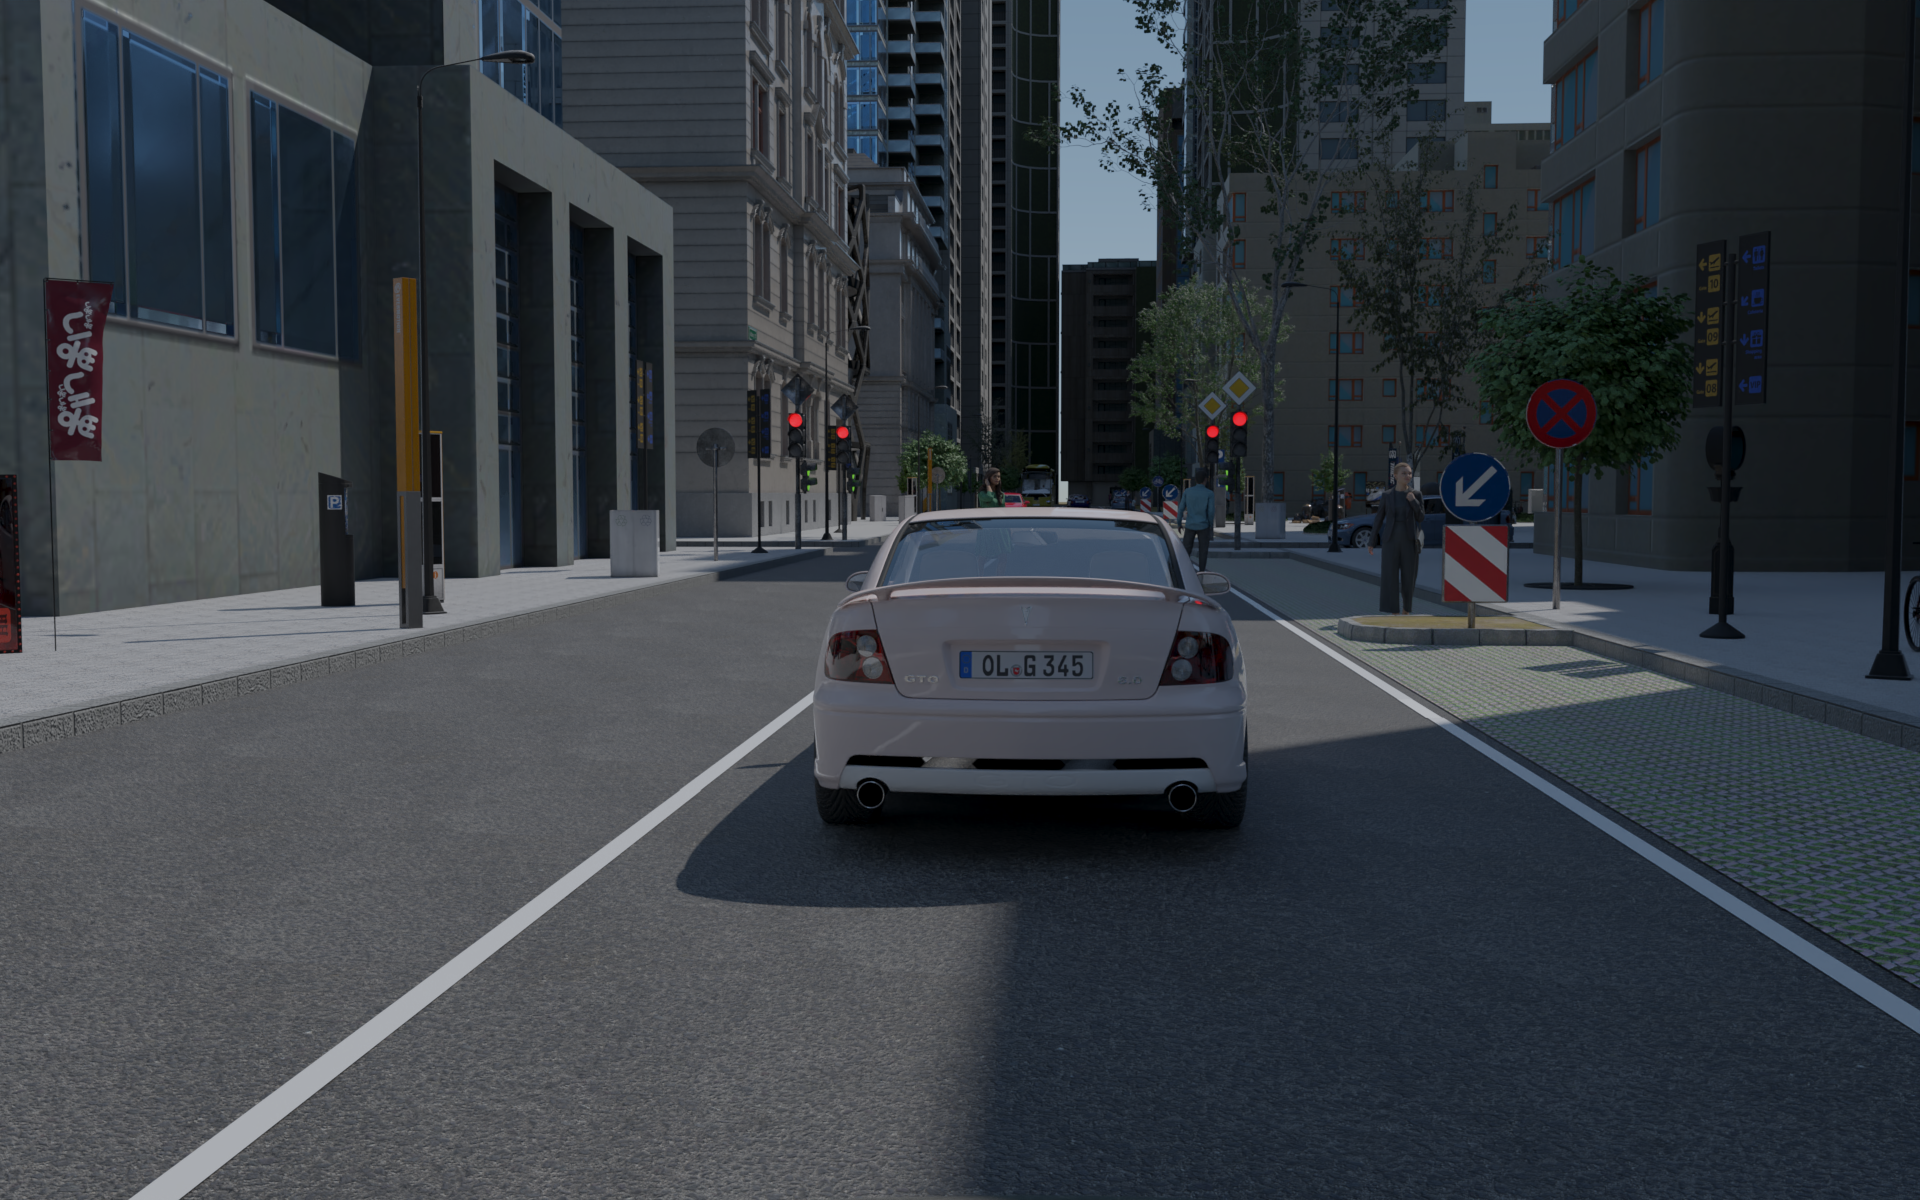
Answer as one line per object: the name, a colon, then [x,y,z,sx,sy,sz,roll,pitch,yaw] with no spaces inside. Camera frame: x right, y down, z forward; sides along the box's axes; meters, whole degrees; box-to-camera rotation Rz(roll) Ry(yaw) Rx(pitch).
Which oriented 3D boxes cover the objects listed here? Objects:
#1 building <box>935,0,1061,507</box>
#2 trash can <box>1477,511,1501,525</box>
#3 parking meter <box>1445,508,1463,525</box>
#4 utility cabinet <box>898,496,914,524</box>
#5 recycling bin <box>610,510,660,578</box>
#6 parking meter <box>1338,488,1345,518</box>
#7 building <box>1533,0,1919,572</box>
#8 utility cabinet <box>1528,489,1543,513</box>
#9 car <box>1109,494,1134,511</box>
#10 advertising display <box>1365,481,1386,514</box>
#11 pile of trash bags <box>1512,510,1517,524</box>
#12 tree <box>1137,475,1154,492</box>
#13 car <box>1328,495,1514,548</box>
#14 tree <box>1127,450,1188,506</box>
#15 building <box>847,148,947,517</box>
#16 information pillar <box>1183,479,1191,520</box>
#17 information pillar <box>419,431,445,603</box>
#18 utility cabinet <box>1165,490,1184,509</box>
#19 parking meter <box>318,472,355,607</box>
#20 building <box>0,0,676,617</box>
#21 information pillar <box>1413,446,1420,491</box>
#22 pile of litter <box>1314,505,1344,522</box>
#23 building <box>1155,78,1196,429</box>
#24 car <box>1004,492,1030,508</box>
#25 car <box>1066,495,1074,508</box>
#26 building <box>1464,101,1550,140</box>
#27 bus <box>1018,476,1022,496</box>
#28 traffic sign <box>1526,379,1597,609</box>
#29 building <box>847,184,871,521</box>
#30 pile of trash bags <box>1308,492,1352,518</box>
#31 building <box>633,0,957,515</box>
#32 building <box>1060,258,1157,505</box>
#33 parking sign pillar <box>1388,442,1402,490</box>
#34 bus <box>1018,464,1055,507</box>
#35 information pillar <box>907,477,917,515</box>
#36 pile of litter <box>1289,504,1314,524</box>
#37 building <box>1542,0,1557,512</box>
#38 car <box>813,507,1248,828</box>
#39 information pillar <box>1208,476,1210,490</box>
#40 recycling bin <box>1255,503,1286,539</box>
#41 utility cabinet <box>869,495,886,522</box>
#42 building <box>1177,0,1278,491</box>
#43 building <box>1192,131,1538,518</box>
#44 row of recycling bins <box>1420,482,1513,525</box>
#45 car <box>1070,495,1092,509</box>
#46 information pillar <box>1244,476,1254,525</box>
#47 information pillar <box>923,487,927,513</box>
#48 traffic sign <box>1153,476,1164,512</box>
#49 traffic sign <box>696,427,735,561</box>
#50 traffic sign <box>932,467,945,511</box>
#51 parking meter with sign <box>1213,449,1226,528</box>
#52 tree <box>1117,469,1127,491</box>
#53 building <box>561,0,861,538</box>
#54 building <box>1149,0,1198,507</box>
building: [2.162,-47.661,217.511,20.611,71.187,20.563,0,4,4]
trash can: [11.253,-1.554,37.061,0.748,1.137,0.748,0,3,0]
parking meter: [11.499,-2.111,40.221,0.399,1.863,0.255,2,4,34]
utility cabinet: [-2.204,-3.664,71.062,0.306,1.237,1.020,1,4,21]
recycling bin: [-5.058,-0.881,26.958,0.722,1.027,0.722,0,4,-7]
parking meter: [15.968,-3.933,72.722,0.372,1.533,0.369,0,3,0]
building: [25.230,-10.797,21.565,27.650,21.520,28.899,0,4,4]
utility cabinet: [26.616,-4.319,79.289,1.173,1.500,0.318,-1,4,-15]
car: [13.004,-7.769,139.019,2.014,1.417,4.499,0,4,4]
advertising display: [20.755,-4.974,86.539,0.974,1.923,0.123,1,4,20]
pile of trash bags: [21.925,-3.937,74.124,3.447,1.369,1.912,0,4,-4]
tree: [16.862,-9.993,157.982,1.663,3.219,1.824,0,3,0]
car: [11.476,-1.913,43.272,4.499,1.417,2.014,0,4,2]
tree: [15.395,-8.821,127.934,4.285,4.588,4.351,0,3,0]
building: [-8.384,-16.287,108.098,13.314,21.916,24.055,0,4,4]
information pillar: [11.196,-4.951,85.435,0.304,2.012,0.304,1,4,17]
information pillar: [-6.269,-0.966,20.287,0.304,2.012,0.304,2,4,25]
utility cabinet: [13.263,-6.012,106.975,1.173,1.500,0.318,-2,4,-25]
parking meter: [-7.137,-0.699,19.833,0.372,1.533,0.369,0,3,0]
building: [-22.676,-43.669,26.661,31.000,86.520,22.319,0,4,4]
information pillar: [22.201,-5.681,84.236,0.504,3.616,0.183,-3,4,-39]
pile of litter: [14.929,-3.286,67.695,1.719,0.858,1.176,0,4,1]
building: [28.472,-32.857,187.319,14.600,45.320,14.200,0,4,4]
car: [2.234,-4.441,81.645,2.155,1.783,4.494,0,4,4]
car: [11.715,-9.938,174.842,2.083,1.381,4.827,0,4,3]
building: [50.443,-29.703,177.530,23.993,40.220,32.217,0,4,4]
bus: [7.417,-10.700,166.496,2.896,3.916,12.252,0,4,5]
traffic sign: [6.645,-1.169,19.223,0.768,2.556,0.104,0,4,4]
building: [-12.877,-13.150,82.462,16.820,18.784,16.811,0,4,4]
pile of trash bags: [19.791,-5.032,92.029,1.912,1.369,3.447,3,5,44]
building: [-11.027,-50.465,137.778,22.319,86.520,31.000,0,4,4]
building: [19.447,-27.122,215.139,14.107,30.474,14.160,0,4,4]
parking sign pillar: [22.792,-6.253,90.703,1.447,3.967,1.447,2,4,26]
bus: [6.681,-9.525,147.285,2.896,3.916,12.252,0,4,4]
information pillar: [-2.111,-4.387,76.220,0.304,2.012,0.304,3,4,39]
pile of litter: [15.273,-3.784,75.829,1.719,0.858,1.176,1,4,11]
building: [35.552,-26.798,57.751,30.456,49.044,23.786,0,4,4]
car: [0.385,0.214,8.856,2.083,1.381,4.827,0,4,3]
information pillar: [10.419,-4.152,72.385,0.304,2.012,0.304,2,4,34]
recycling bin: [8.887,-2.264,49.564,0.722,1.027,0.722,2,4,25]
utility cabinet: [-3.834,-4.270,80.971,0.306,1.237,1.020,2,4,30]
building: [27.680,-42.807,138.154,20.563,71.187,20.611,0,4,4]
building: [29.273,-16.024,107.030,27.650,21.520,28.899,0,4,4]
row of recycling bins: [17.470,-3.229,59.915,3.534,1.692,1.069,-1,4,-18]
car: [10.525,-8.482,151.255,1.945,1.354,3.894,0,4,6]
information pillar: [11.935,-4.095,71.448,0.304,2.012,0.304,-1,4,-12]
information pillar: [-1.933,-6.593,99.155,0.504,3.616,0.183,3,5,40]
traffic sign: [13.908,-7.432,121.626,0.768,2.556,0.104,1,4,10]
traffic sign: [-4.669,-2.016,33.069,0.768,2.556,0.104,1,4,10]
traffic sign: [-1.082,-5.004,81.924,0.768,2.556,0.104,1,4,12]
parking meter with sign: [10.001,-4.317,66.838,0.543,3.016,1.738,0,4,3]
tree: [19.200,-12.773,192.556,4.285,4.588,4.351,0,3,0]
building: [-11.558,-16.774,61.649,14.401,28.519,23.554,0,4,4]
building: [29.930,-52.029,163.350,22.319,86.520,31.000,0,4,4]
